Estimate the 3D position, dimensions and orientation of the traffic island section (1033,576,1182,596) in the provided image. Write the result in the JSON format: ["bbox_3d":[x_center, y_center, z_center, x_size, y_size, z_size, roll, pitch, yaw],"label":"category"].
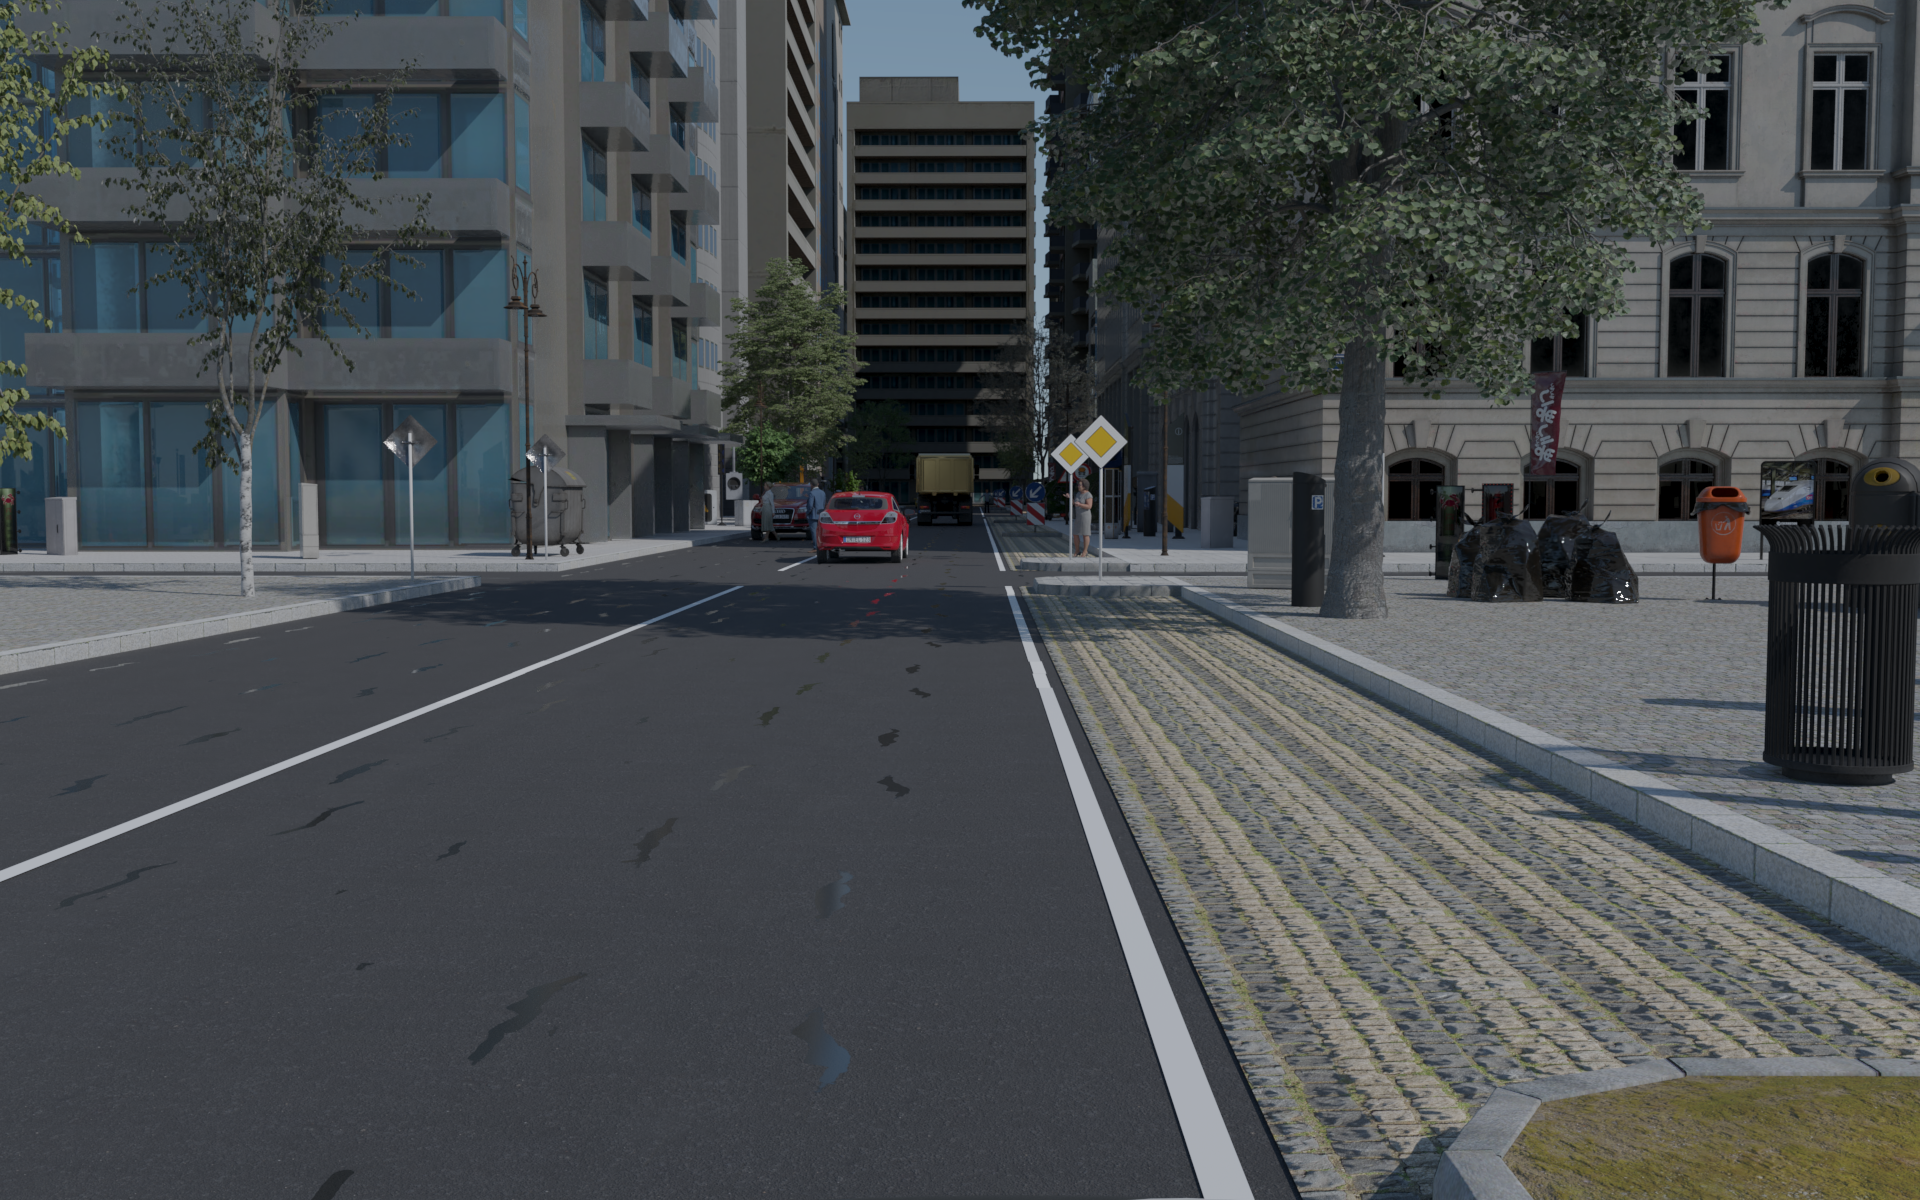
[{"bbox_3d":[2.111,-0.198,25.522,2.009,0.180,2.903,0,4,1],"label":"traffic island section"}]

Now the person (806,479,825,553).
[{"bbox_3d":[-3.511,-2.052,42.232,0.419,1.800,0.721,2,4,26],"label":"person"}]

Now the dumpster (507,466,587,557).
[{"bbox_3d":[-8.581,-1.851,36.023,1.264,1.857,1.865,0,4,0],"label":"dumpster"}]

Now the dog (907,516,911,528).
[{"bbox_3d":[-2.228,-3.367,74.337,0.406,0.507,0.540,-2,4,-34],"label":"dog"}]

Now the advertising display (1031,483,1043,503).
[{"bbox_3d":[4.571,-5.998,103.275,0.123,1.923,0.974,-3,5,-39],"label":"advertising display"}]

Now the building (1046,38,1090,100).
[{"bbox_3d":[19.310,-31.300,166.379,22.147,44.769,28.867,0,4,1],"label":"building"}]

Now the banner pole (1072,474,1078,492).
[{"bbox_3d":[6.820,-6.839,101.829,0.863,3.779,0.401,0,4,5],"label":"banner pole"}]

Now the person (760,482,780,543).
[{"bbox_3d":[-5.604,-2.592,51.097,0.641,1.798,0.478,-1,4,-13],"label":"person"}]

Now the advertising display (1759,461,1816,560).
[{"bbox_3d":[16.016,-1.733,33.544,0.974,1.923,0.123,1,4,22],"label":"advertising display"}]

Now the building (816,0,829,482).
[{"bbox_3d":[-17.955,-29.770,136.847,14.600,45.320,14.200,0,4,1],"label":"building"}]

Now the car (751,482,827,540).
[{"bbox_3d":[-5.404,-2.867,55.549,2.281,1.827,5.304,0,4,2],"label":"car"}]

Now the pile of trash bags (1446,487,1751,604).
[{"bbox_3d":[7.736,-0.691,21.049,3.447,1.369,1.912,1,4,11],"label":"pile of trash bags"}]

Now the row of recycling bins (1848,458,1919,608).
[{"bbox_3d":[11.043,-0.693,18.437,1.069,1.692,3.534,-1,4,-21],"label":"row of recycling bins"}]

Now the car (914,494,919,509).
[{"bbox_3d":[-3.523,-9.758,169.767,2.015,1.641,3.980,0,4,-1],"label":"car"}]

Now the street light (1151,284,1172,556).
[{"bbox_3d":[4.261,-3.860,35.891,0.468,5.910,1.993,0,4,1],"label":"street light"}]

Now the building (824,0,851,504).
[{"bbox_3d":[-25.161,-35.303,166.444,27.495,52.752,28.713,0,4,1],"label":"building"}]

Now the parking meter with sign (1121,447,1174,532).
[{"bbox_3d":[6.299,-3.784,58.127,1.738,3.016,0.543,0,4,3],"label":"parking meter with sign"}]

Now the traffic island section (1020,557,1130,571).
[{"bbox_3d":[2.182,-0.687,33.507,2.009,0.180,2.903,0,4,1],"label":"traffic island section"}]

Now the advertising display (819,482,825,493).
[{"bbox_3d":[-7.569,-5.338,92.494,0.123,1.923,0.974,2,4,34],"label":"advertising display"}]

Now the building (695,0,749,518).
[{"bbox_3d":[-23.402,-33.487,89.503,21.231,58.520,28.212,0,4,1],"label":"building"}]

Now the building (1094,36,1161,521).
[{"bbox_3d":[13.793,-19.305,93.123,11.434,29.767,29.804,0,4,1],"label":"building"}]

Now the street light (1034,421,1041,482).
[{"bbox_3d":[4.857,-8.273,108.043,0.468,5.910,1.993,0,4,1],"label":"street light"}]

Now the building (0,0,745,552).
[{"bbox_3d":[-19.463,-26.376,50.858,23.786,49.044,30.456,0,4,1],"label":"building"}]

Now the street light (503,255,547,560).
[{"bbox_3d":[-8.423,-3.726,33.715,0.468,5.910,1.993,0,4,1],"label":"street light"}]

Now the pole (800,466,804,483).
[{"bbox_3d":[-8.188,-5.862,89.687,0.158,3.312,0.155,0,3,0],"label":"pole"}]

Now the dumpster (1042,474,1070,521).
[{"bbox_3d":[4.729,-4.972,83.782,1.502,2.255,1.985,0,4,1],"label":"dumpster"}]

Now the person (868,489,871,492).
[{"bbox_3d":[-8.835,-9.949,169.382,0.621,1.740,0.551,-1,4,-13],"label":"person"}]

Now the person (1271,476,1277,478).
[{"bbox_3d":[5.401,-1.251,29.697,0.466,1.731,0.760,3,5,44],"label":"person"}]

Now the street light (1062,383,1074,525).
[{"bbox_3d":[4.474,-6.083,72.245,0.468,5.910,1.993,0,4,1],"label":"street light"}]

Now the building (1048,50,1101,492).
[{"bbox_3d":[18.779,-50.292,134.949,22.319,86.520,31.000,0,4,1],"label":"building"}]

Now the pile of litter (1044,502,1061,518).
[{"bbox_3d":[4.825,-4.820,92.769,1.176,0.858,1.719,0,4,7],"label":"pile of litter"}]

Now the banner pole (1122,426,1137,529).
[{"bbox_3d":[6.169,-4.516,63.848,0.401,3.779,0.863,-3,4,-37],"label":"banner pole"}]

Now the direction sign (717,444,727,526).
[{"bbox_3d":[-9.688,-4.793,70.355,0.379,3.537,0.876,-2,4,-26],"label":"direction sign"}]

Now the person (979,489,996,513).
[{"bbox_3d":[2.017,-7.369,128.969,1.348,1.826,0.705,-1,4,-13],"label":"person"}]

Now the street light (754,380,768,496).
[{"bbox_3d":[-8.090,-5.976,70.502,0.468,5.910,1.993,0,4,1],"label":"street light"}]

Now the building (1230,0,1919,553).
[{"bbox_3d":[24.840,-13.642,42.123,34.723,24.649,14.460,0,4,1],"label":"building"}]

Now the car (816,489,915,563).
[{"bbox_3d":[-2.069,-1.737,37.442,2.155,1.783,4.494,0,4,1],"label":"car"}]

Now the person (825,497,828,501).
[{"bbox_3d":[-9.493,-6.693,118.699,0.991,1.433,0.599,1,4,9],"label":"person"}]

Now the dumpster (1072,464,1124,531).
[{"bbox_3d":[4.511,-3.294,56.345,1.502,2.255,1.985,0,4,1],"label":"dumpster"}]

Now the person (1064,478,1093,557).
[{"bbox_3d":[2.610,-1.823,38.669,0.532,1.782,0.716,-2,4,-34],"label":"person"}]

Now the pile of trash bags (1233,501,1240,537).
[{"bbox_3d":[9.617,-2.628,52.723,3.447,1.369,1.912,1,4,12],"label":"pile of trash bags"}]

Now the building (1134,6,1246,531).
[{"bbox_3d":[14.301,-13.740,66.457,13.314,21.916,24.055,0,4,1],"label":"building"}]

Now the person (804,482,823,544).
[{"bbox_3d":[-4.200,-2.493,49.620,0.532,1.782,0.716,-2,4,-32],"label":"person"}]

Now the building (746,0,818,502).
[{"bbox_3d":[-21.439,-30.286,118.875,21.300,48.544,21.600,0,4,1],"label":"building"}]

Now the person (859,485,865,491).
[{"bbox_3d":[-4.552,-4.540,82.541,0.655,1.846,0.447,-1,4,-20],"label":"person"}]

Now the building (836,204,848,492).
[{"bbox_3d":[-25.339,-31.762,211.185,23.993,40.220,32.217,0,4,1],"label":"building"}]
